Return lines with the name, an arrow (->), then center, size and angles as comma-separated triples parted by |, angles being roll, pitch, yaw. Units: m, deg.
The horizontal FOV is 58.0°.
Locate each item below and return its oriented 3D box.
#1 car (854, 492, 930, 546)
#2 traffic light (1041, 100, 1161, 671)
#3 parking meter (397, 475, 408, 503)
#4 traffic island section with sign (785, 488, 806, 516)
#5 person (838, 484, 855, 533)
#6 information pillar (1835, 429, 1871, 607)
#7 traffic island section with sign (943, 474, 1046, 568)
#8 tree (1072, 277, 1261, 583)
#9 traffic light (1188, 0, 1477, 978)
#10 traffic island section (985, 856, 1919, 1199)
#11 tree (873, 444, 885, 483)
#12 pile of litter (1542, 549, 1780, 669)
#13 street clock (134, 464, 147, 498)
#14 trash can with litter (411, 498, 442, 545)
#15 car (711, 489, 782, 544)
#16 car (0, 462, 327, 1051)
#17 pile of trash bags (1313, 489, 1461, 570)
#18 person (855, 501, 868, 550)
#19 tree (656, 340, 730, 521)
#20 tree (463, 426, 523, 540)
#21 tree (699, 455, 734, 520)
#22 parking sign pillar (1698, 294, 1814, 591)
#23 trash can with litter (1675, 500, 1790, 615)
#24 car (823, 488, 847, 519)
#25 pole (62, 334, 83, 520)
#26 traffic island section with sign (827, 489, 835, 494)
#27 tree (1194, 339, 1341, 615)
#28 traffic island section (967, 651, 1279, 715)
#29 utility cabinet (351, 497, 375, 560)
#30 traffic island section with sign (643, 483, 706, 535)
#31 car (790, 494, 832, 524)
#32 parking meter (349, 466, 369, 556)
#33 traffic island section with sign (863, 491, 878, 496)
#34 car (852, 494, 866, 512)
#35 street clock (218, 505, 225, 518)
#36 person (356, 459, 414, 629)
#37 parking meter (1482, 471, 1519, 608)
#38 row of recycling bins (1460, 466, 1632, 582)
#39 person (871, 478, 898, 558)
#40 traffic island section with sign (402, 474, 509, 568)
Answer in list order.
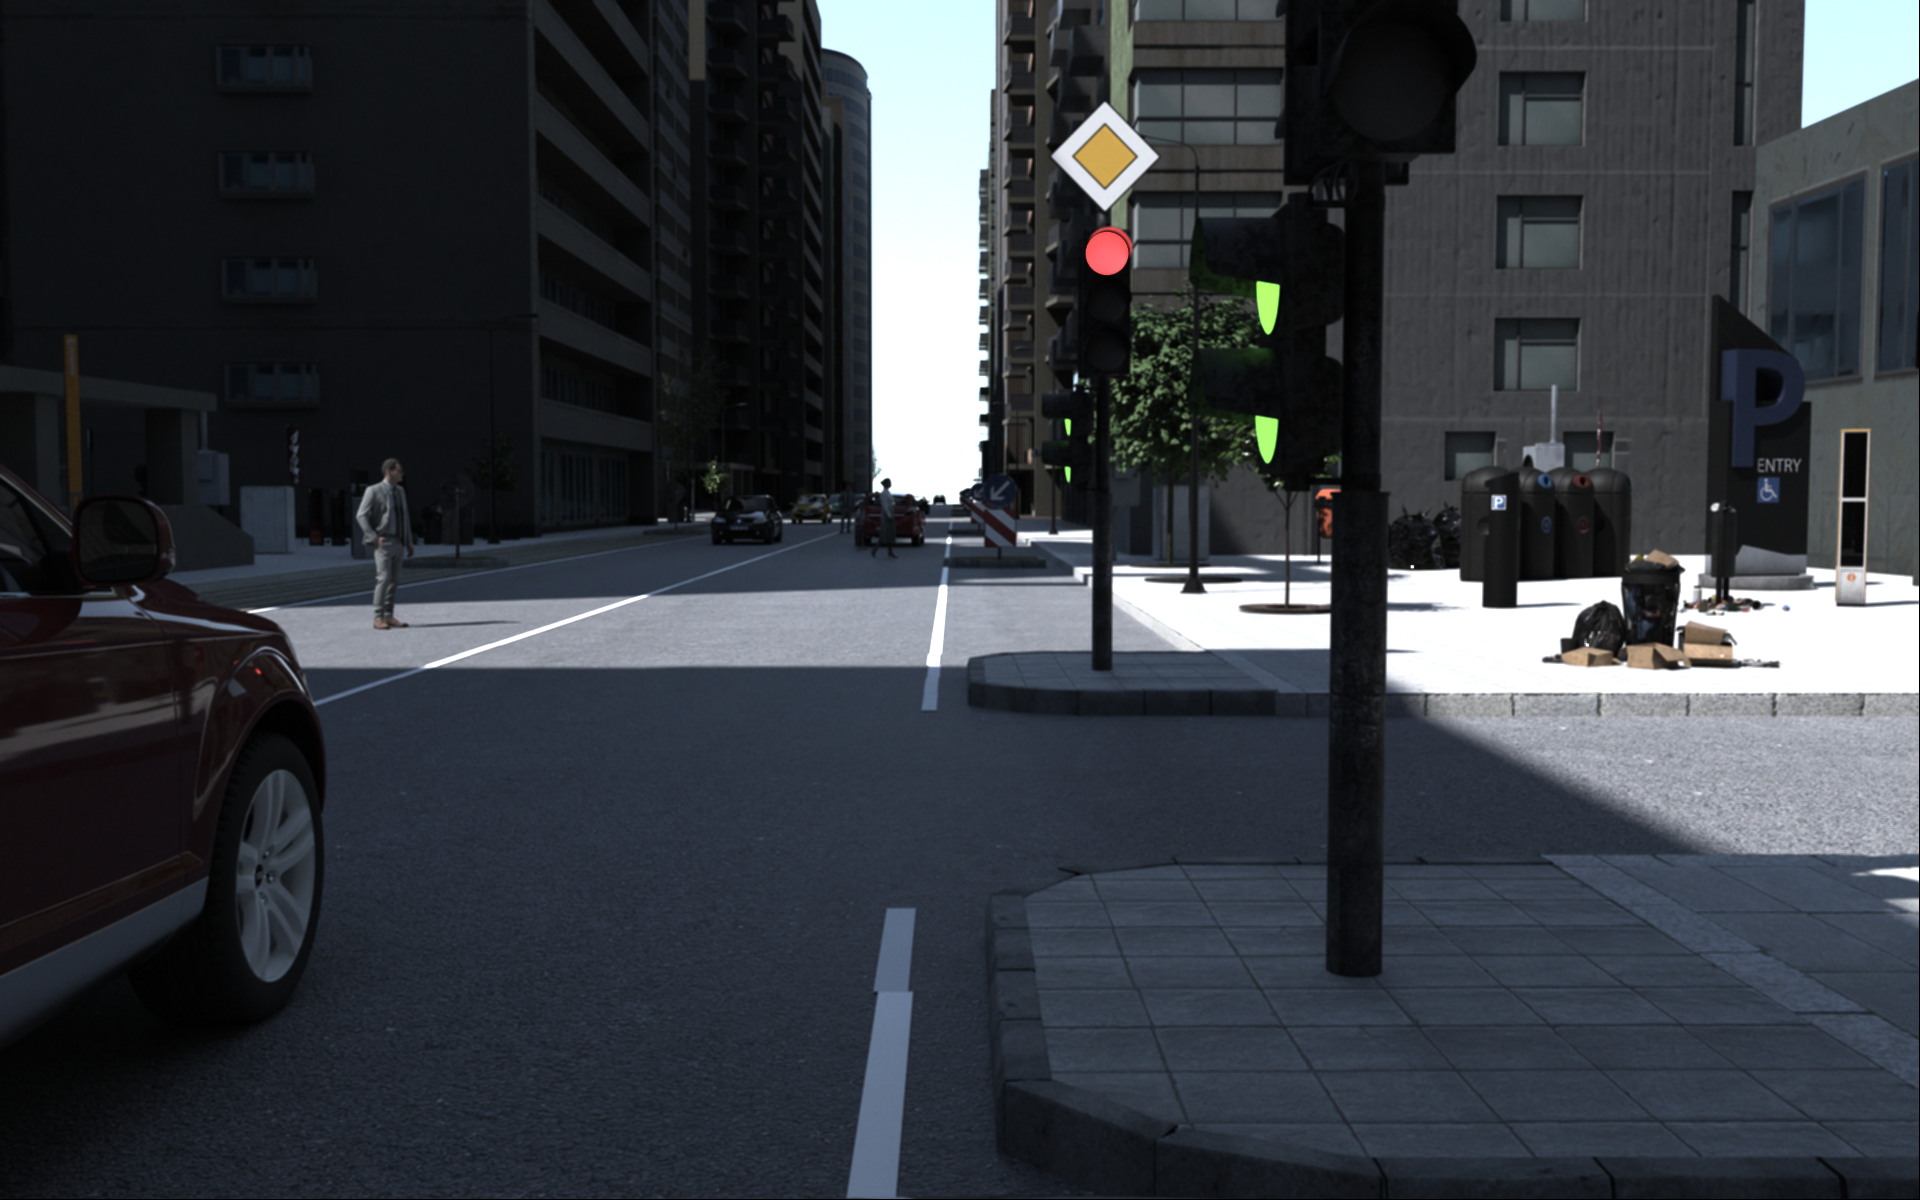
car -> -1.946, -2.434, 48.829 | 2.155, 1.783, 4.494 | 0, 4, 1
traffic light -> 1.018, -1.444, 12.537 | 0.839, 4.253, 0.868 | 0, 4, 0
parking meter -> -14.934, -2.475, 46.177 | 0.399, 1.863, 0.255 | -1, 4, -18
traffic island section with sign -> -10.238, -6.335, 112.208 | 1.989, 1.847, 2.006 | 0, 4, 0
person -> -4.189, -3.395, 64.114 | 0.635, 1.810, 0.391 | -1, 4, -16
information pillar -> 10.188, -0.934, 19.766 | 0.304, 2.012, 0.304 | 2, 4, 25
traffic island section with sign -> 0.667, -1.577, 34.408 | 1.989, 1.847, 2.006 | 0, 4, 0
tree -> 3.454, -2.556, 25.499 | 4.285, 4.588, 4.351 | 0, 3, 0
traffic light -> 1.043, -0.956, 4.552 | 0.839, 4.253, 0.868 | 0, 4, 0
traffic island section -> 1.083, 1.077, 4.666 | 2.009, 0.180, 2.903 | 0, 4, 0
tree -> -12.683, -18.173, 247.492 | 4.360, 8.622, 3.978 | 0, 3, 0
pile of litter -> 5.326, 0.054, 13.090 | 1.719, 0.858, 1.176 | 1, 4, 22
street clock -> -19.777, -2.293, 42.060 | 0.358, 2.002, 0.471 | 1, 4, 10
trash can with litter -> -13.620, -1.989, 43.913 | 1.055, 1.170, 0.624 | -1, 4, -11
car -> -6.195, -2.491, 50.518 | 2.009, 1.686, 4.222 | 0, 4, 0
car -> -2.833, 0.343, 3.073 | 2.281, 1.827, 5.304 | 0, 4, -1
pile of trash bags -> 7.502, -1.287, 30.790 | 1.912, 1.369, 3.447 | -2, 4, -29
person -> -2.544, -1.932, 44.765 | 0.332, 1.250, 0.352 | -2, 4, -24
tree -> -12.919, -8.067, 82.251 | 4.737, 8.622, 4.395 | 0, 3, 0
tree -> -12.814, -3.301, 48.573 | 1.663, 3.219, 1.824 | 0, 3, 0
tree -> -12.167, -5.603, 86.218 | 1.663, 3.219, 1.824 | 0, 3, 0
parking sign pillar -> 10.866, -2.145, 23.548 | 1.447, 3.967, 1.447 | -1, 4, -13
trash can with litter -> 8.355, -0.507, 19.350 | 1.678, 1.210, 2.233 | 2, 4, 32
car -> -7.514, -5.714, 102.213 | 1.959, 1.807, 4.718 | 0, 4, -2
pole -> -11.388, -1.738, 22.259 | 0.158, 3.312, 0.155 | 0, 3, 0
traffic island section with sign -> -10.324, -8.013, 139.638 | 1.989, 1.847, 2.006 | 0, 4, 0
tree -> 3.651, -1.476, 18.737 | 1.663, 3.219, 1.824 | 0, 3, 0
traffic island section -> 1.058, 0.589, 12.651 | 2.009, 0.180, 2.903 | 0, 4, 0
utility cabinet -> -11.618, -1.419, 34.368 | 0.306, 1.237, 1.020 | 1, 4, 17
traffic island section with sign -> -10.085, -3.228, 61.411 | 1.989, 1.847, 2.006 | 0, 4, 0
car -> -7.254, -4.560, 84.784 | 2.015, 1.641, 3.980 | 0, 4, 1
parking meter -> -12.396, -1.839, 35.784 | 0.399, 1.863, 0.255 | 3, 5, 44
traffic island section with sign -> -10.495, -11.396, 194.958 | 1.989, 1.847, 2.006 | 0, 4, 0
car -> -7.294, -6.747, 122.117 | 2.131, 1.459, 4.920 | 0, 4, -2
street clock -> -16.319, -2.058, 38.214 | 0.471, 2.002, 0.358 | 3, 5, 45
person -> -6.149, -0.612, 18.610 | 0.391, 1.810, 0.635 | 1, 4, 16
parking meter -> 6.109, -0.682, 19.564 | 0.372, 1.533, 0.369 | 0, 3, 0
row of recycling bins -> 8.869, -1.172, 26.269 | 3.534, 1.692, 1.069 | -2, 4, -35
person -> -1.707, -1.851, 38.991 | 0.641, 1.798, 0.478 | 1, 4, 22
traffic island section with sign -> -9.995, -1.556, 34.074 | 1.989, 1.847, 2.006 | 0, 4, 0
